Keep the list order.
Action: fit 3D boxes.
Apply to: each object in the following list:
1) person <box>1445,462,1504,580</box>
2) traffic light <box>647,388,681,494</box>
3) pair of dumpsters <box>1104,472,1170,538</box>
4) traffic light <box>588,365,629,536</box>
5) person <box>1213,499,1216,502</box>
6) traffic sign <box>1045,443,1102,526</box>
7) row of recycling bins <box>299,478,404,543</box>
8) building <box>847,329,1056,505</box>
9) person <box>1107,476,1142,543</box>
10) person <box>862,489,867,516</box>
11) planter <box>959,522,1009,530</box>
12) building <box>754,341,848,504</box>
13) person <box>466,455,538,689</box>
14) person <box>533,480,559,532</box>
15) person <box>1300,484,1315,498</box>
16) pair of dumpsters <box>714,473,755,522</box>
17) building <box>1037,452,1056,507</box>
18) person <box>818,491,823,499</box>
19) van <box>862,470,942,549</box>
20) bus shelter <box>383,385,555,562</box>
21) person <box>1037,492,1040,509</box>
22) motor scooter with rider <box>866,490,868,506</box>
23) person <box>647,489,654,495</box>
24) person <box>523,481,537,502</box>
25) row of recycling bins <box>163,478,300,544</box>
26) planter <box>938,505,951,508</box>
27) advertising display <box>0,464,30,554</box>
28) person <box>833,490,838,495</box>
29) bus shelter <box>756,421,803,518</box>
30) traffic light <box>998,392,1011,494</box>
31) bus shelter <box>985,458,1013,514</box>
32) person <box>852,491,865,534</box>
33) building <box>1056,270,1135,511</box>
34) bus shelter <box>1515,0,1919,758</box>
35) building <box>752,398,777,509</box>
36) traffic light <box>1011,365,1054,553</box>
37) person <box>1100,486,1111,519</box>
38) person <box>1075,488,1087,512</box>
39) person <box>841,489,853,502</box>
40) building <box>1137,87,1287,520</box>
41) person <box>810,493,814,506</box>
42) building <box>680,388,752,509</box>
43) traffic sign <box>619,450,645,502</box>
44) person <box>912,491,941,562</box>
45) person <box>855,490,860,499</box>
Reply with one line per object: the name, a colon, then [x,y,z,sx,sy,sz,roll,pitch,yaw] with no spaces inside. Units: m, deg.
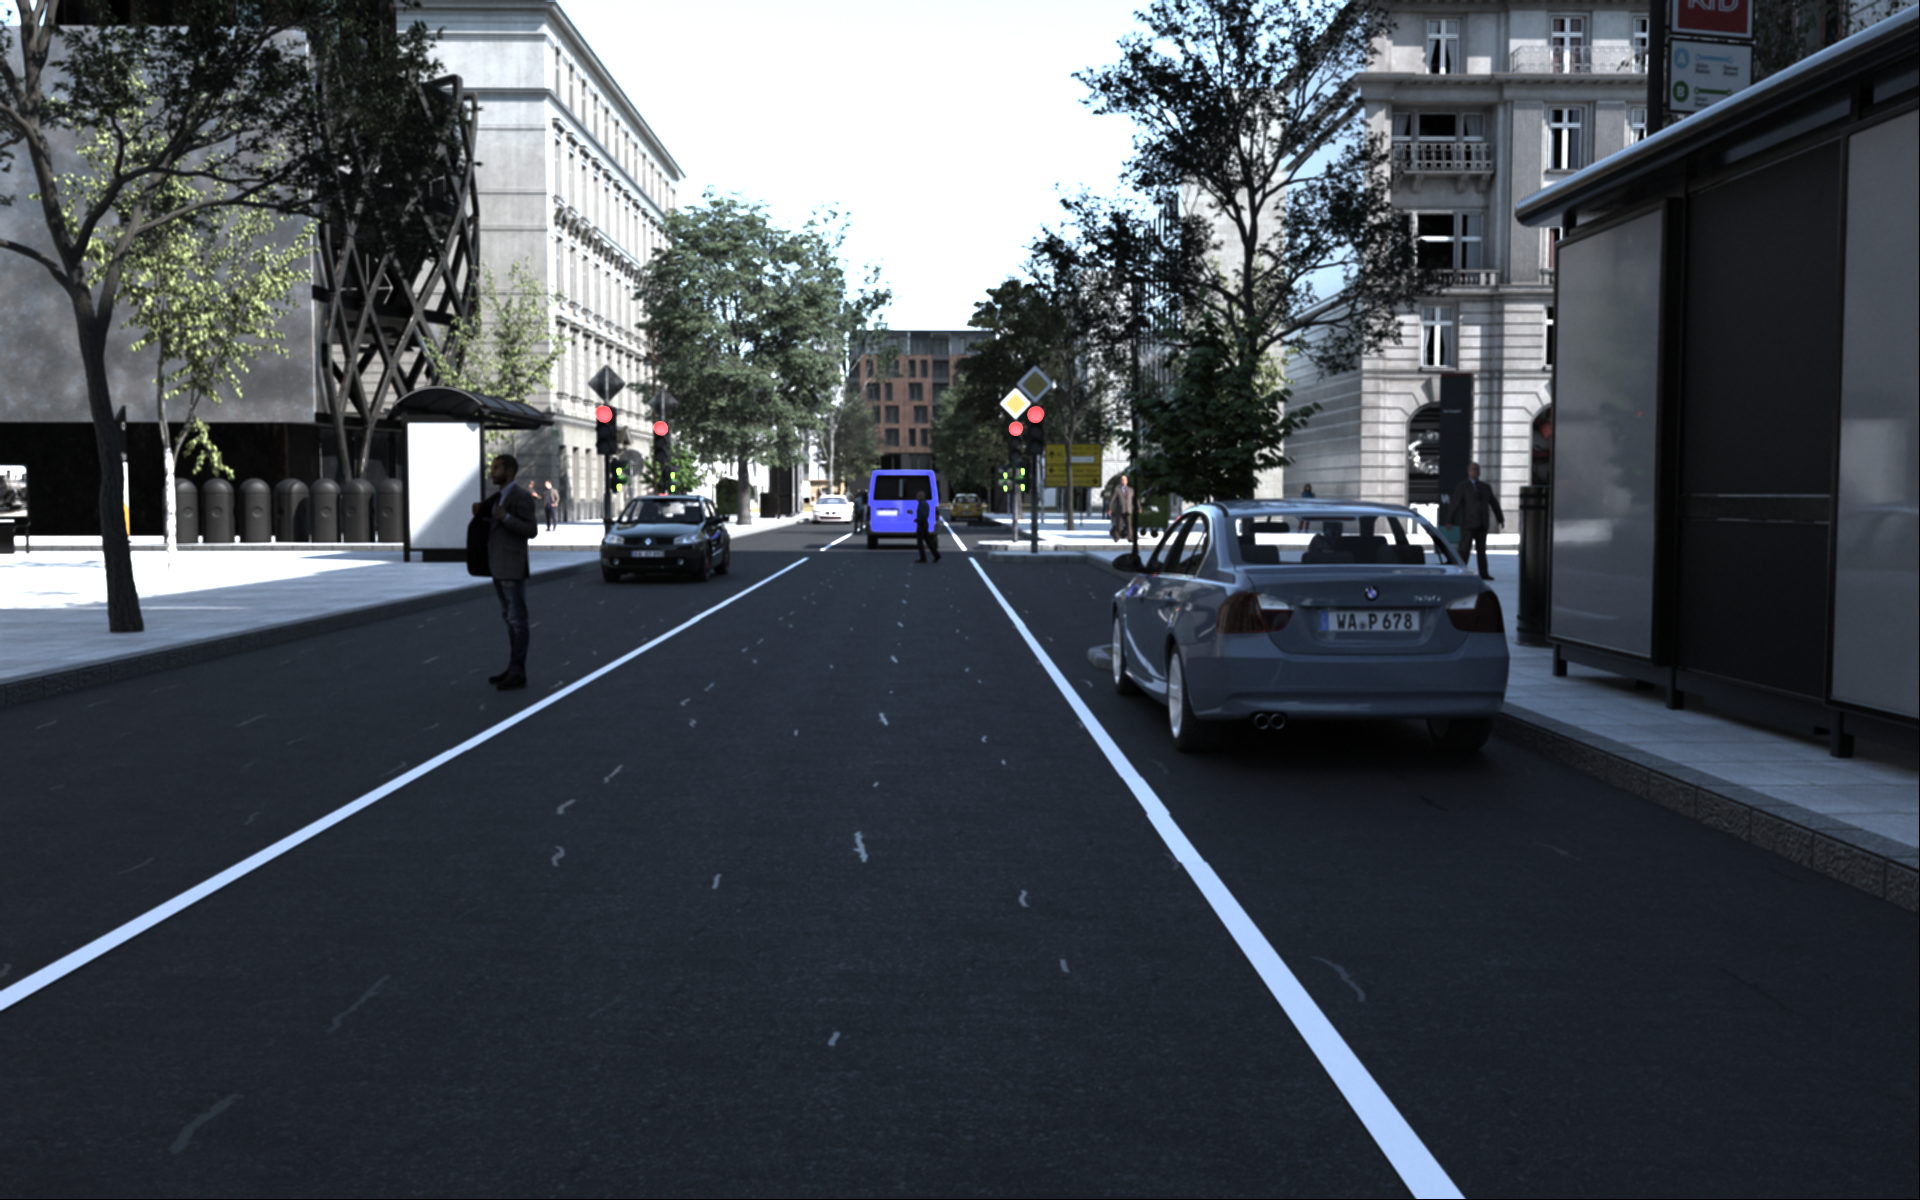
person: [7.691,-1.174,25.792,0.990,1.755,0.434,-1,4,-11]
traffic light: [-7.732,-3.422,45.200,0.839,4.213,0.868,0,4,-1]
pair of dumpsters: [5.232,-2.948,50.690,1.574,2.255,4.436,0,4,-1]
traffic light: [-7.565,-2.934,37.217,0.839,4.213,0.868,0,4,-1]
person: [10.006,-3.679,66.898,0.576,1.737,0.504,2,4,28]
traffic sign: [4.514,-4.593,68.974,2.265,3.308,0.079,1,4,8]
row of recycling bins: [-15.296,-2.346,45.476,3.534,1.692,1.069,0,4,-1]
building: [2.056,-23.370,226.071,32.646,21.610,27.936,0,4,-1]
person: [4.341,-2.384,45.579,0.990,1.755,0.434,-1,4,-13]
person: [-5.841,-5.869,105.130,0.621,1.740,0.551,1,4,9]
planter: [0.949,-3.013,70.406,1.991,0.319,1.994,0,4,-1]
building: [-20.142,-22.245,220.128,11.380,20.091,16.016,0,4,-1]
person: [-3.403,-0.216,12.850,0.431,1.722,0.655,-2,4,-29]
person: [-14.043,-3.190,58.728,0.617,1.759,0.750,3,4,37]
person: [11.342,-2.993,56.686,0.593,1.614,0.444,1,4,13]
pair of dumpsters: [-10.415,-4.729,79.820,1.574,2.255,4.436,0,4,-1]
building: [12.885,-14.273,175.511,9.099,9.664,28.070,0,4,-1]
person: [-14.701,-10.716,182.720,0.593,1.643,0.415,-2,4,-32]
van: [-1.556,-2.594,46.789,2.240,2.365,5.245,0,4,-2]
bus shelter: [-9.785,-2.517,35.080,2.014,3.302,5.546,0,4,-1]
person: [6.773,-8.649,150.711,0.557,1.426,1.065,1,4,13]
motor scooter with rider: [-7.096,-7.377,129.583,0.876,1.779,1.986,0,4,-3]
person: [-11.919,-3.609,67.254,0.471,1.553,0.569,-2,4,-30]
person: [-15.454,-3.388,62.121,0.565,1.739,0.600,-1,4,-20]
row of recycling bins: [-18.864,-2.331,45.232,3.534,1.692,1.069,-2,4,-29]
planter: [-1.237,-9.402,174.865,1.991,0.319,1.994,0,4,-1]
advertising display: [-20.329,-1.933,36.814,0.974,1.923,0.123,-1,4,-23]
person: [-12.556,-10.218,173.927,1.217,1.723,0.721,1,4,16]
bus shelter: [-10.003,-7.205,95.435,2.179,5.291,8.768,0,4,-1]
traffic light: [1.427,-3.435,45.407,0.839,4.213,0.868,0,4,-1]
bus shelter: [2.632,-7.550,114.729,1.731,3.624,6.357,0,4,-1]
person: [-3.617,-3.131,61.907,0.499,1.552,0.429,0,4,-5]
building: [17.655,-17.073,145.600,16.747,18.905,31.486,0,4,-1]
bus shelter: [5.012,-2.019,10.651,2.179,5.291,8.768,0,4,-1]
building: [-22.719,-13.510,163.038,9.099,9.664,28.070,0,4,-1]
traffic light: [1.594,-2.947,37.423,0.839,4.213,0.868,0,4,-1]
person: [7.412,-4.927,87.424,0.655,1.722,0.431,2,4,32]
person: [8.664,-7.126,122.511,1.348,1.831,0.705,3,4,38]
person: [-10.757,-9.690,164.564,1.350,1.814,0.705,1,4,15]
building: [15.414,-14.403,90.238,10.420,20.320,16.860,0,4,-1]
person: [-16.093,-10.948,188.239,0.628,1.438,0.799,-1,4,-19]
building: [-22.411,-11.797,135.021,9.099,9.664,28.070,0,4,-1]
traffic sign: [-9.411,-3.027,49.592,0.768,2.556,0.104,0,4,6]
person: [-0.791,-1.541,36.385,0.574,1.496,0.600,-3,5,-44]
person: [-7.676,-7.578,132.926,0.721,1.766,1.217,-3,5,-41]
